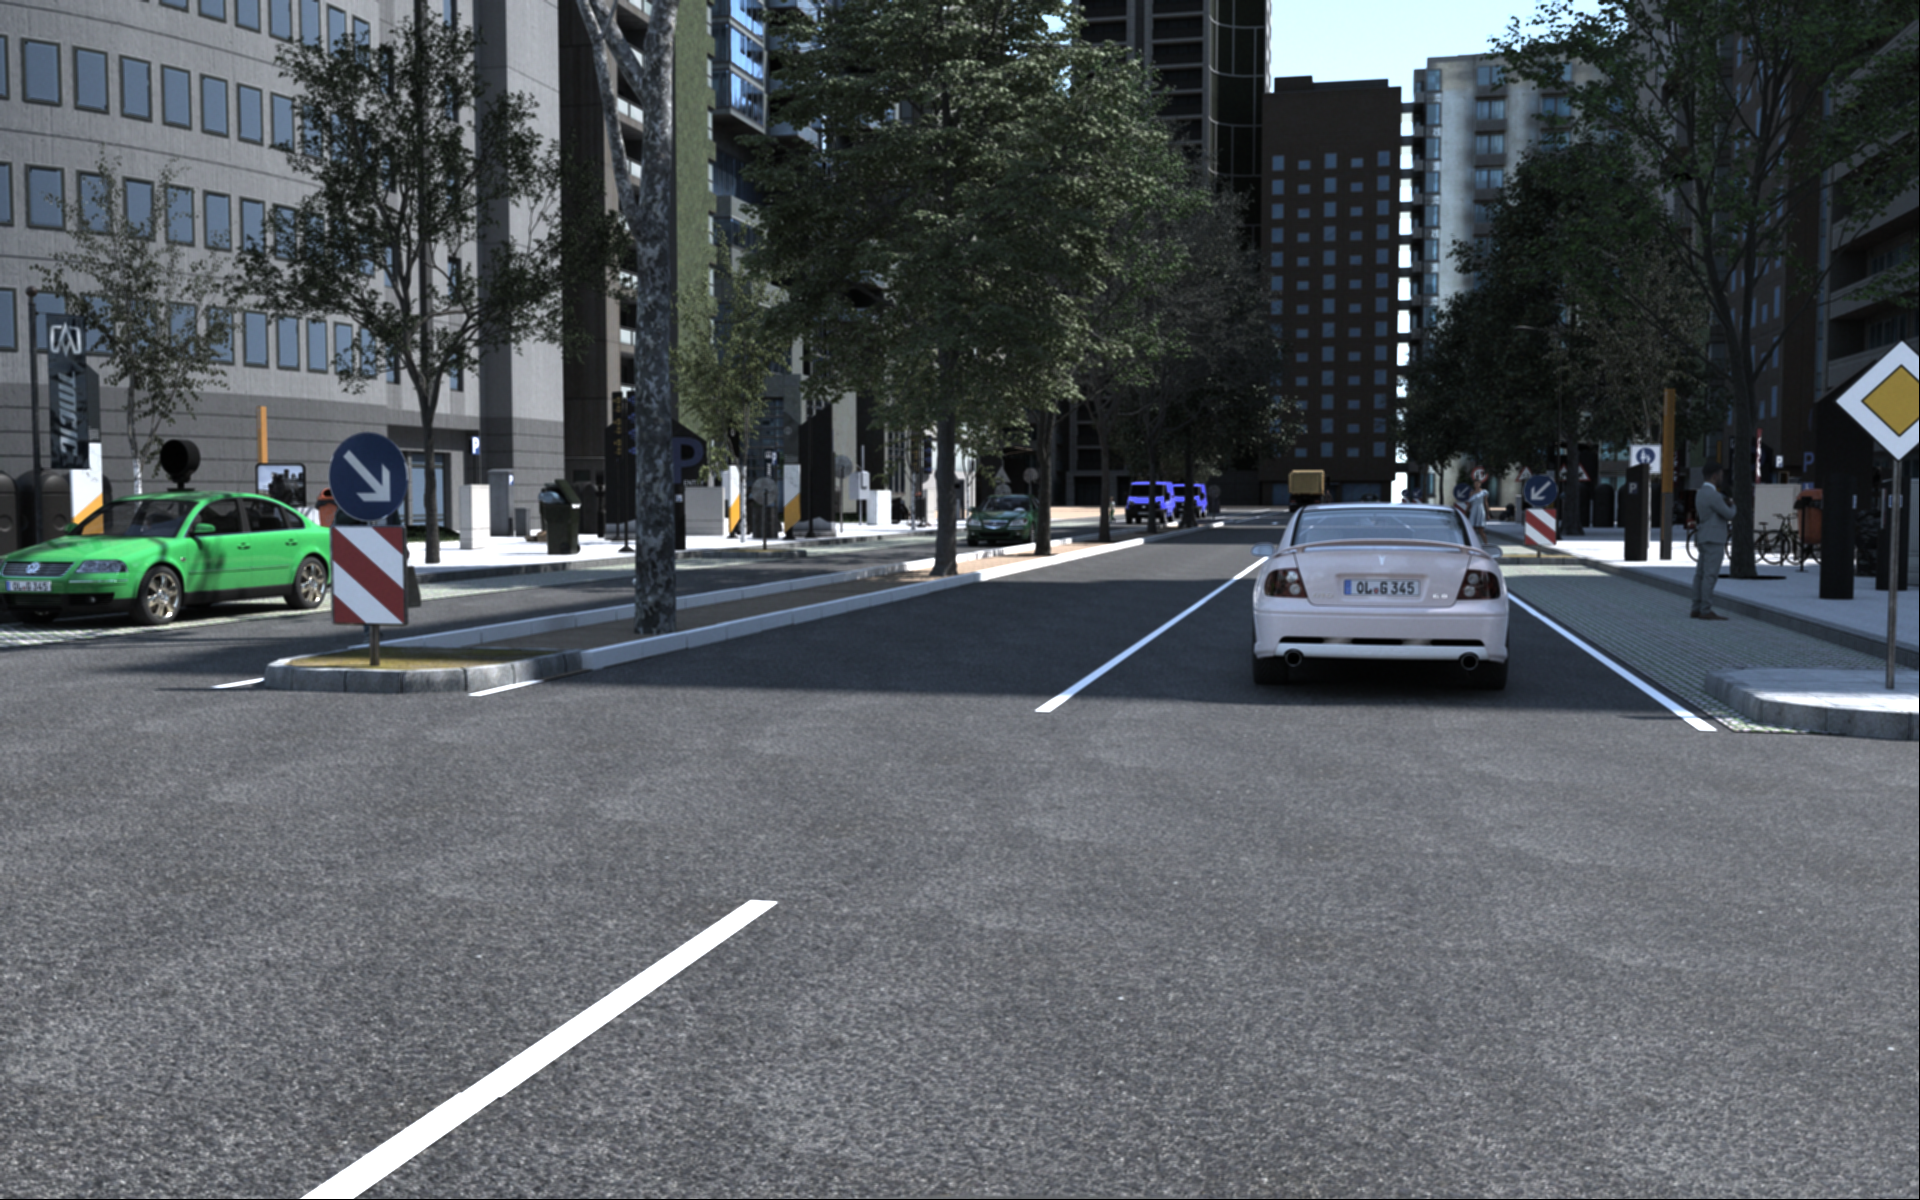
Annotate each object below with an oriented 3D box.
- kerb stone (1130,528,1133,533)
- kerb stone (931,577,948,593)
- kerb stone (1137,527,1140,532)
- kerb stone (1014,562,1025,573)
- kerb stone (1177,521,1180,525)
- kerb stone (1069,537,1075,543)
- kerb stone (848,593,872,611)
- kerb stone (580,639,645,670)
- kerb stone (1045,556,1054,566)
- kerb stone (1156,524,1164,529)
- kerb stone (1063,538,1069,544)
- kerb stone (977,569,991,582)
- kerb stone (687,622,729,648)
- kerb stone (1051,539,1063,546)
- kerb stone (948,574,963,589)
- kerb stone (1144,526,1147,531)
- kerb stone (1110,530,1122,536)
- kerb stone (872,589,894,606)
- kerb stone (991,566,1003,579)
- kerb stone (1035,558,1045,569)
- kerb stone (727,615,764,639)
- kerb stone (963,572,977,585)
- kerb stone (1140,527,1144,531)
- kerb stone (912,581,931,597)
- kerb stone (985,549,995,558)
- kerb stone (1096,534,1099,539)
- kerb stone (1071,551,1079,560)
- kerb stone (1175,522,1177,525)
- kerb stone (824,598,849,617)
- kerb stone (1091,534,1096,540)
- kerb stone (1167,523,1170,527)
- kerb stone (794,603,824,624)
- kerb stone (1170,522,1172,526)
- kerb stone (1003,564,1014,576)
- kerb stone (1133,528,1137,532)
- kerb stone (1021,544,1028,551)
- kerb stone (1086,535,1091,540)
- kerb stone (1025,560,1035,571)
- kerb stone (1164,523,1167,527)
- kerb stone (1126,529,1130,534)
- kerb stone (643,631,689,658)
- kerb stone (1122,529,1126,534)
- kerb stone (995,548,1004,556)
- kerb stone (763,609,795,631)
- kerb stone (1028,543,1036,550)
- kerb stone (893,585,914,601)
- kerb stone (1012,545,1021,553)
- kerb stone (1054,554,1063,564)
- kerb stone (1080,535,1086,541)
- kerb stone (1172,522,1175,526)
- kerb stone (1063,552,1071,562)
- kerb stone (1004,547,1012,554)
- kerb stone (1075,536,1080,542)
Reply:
[{"bbox_3d":[6.092,-2.497,63.015,0.120,0.150,1.000,1,4,13],"label":"kerb stone"},{"bbox_3d":[-0.395,-0.204,25.531,0.120,0.150,1.000,1,4,13],"label":"kerb stone"},{"bbox_3d":[6.554,-2.616,65.014,0.120,0.150,1.000,1,4,13],"label":"kerb stone"},{"bbox_3d":[0.984,-0.572,31.542,0.120,0.150,1.000,1,4,13],"label":"kerb stone"},{"bbox_3d":[9.789,-3.471,79.014,0.120,0.150,1.000,1,4,13],"label":"kerb stone"},{"bbox_3d":[3.103,-1.703,50.038,0.120,0.150,1.000,1,4,13],"label":"kerb stone"},{"bbox_3d":[-1.316,0.040,21.546,0.120,0.150,1.000,1,4,13],"label":"kerb stone"},{"bbox_3d":[-2.928,0.467,14.562,0.120,0.150,1.000,1,4,13],"label":"kerb stone"},{"bbox_3d":[1.680,-0.755,34.542,0.120,0.150,1.000,1,4,13],"label":"kerb stone"},{"bbox_3d":[8.397,-3.107,72.994,0.120,0.150,1.000,1,4,13],"label":"kerb stone"},{"bbox_3d":[2.873,-1.638,49.029,0.120,0.150,1.000,1,4,13],"label":"kerb stone"},{"bbox_3d":[0.301,-0.388,28.536,0.120,0.150,1.000,1,4,13],"label":"kerb stone"},{"bbox_3d":[-2.466,0.350,16.555,0.120,0.150,1.000,1,4,13],"label":"kerb stone"},{"bbox_3d":[2.639,-1.580,48.027,0.120,0.150,1.000,1,4,13],"label":"kerb stone"},{"bbox_3d":[-0.164,-0.265,26.536,0.120,0.150,1.000,1,4,13],"label":"kerb stone"},{"bbox_3d":[7.019,-2.741,67.012,0.120,0.150,1.000,1,4,13],"label":"kerb stone"},{"bbox_3d":[5.403,-2.313,60.017,0.120,0.150,1.000,1,4,13],"label":"kerb stone"},{"bbox_3d":[-1.084,-0.020,22.542,0.120,0.150,1.000,1,4,13],"label":"kerb stone"},{"bbox_3d":[0.528,-0.446,29.542,0.120,0.150,1.000,1,4,13],"label":"kerb stone"},{"bbox_3d":[1.449,-0.692,33.547,0.120,0.150,1.000,1,4,13],"label":"kerb stone"},{"bbox_3d":[-2.237,0.284,17.552,0.120,0.150,1.000,1,4,13],"label":"kerb stone"},{"bbox_3d":[0.064,-0.327,27.541,0.120,0.150,1.000,1,4,13],"label":"kerb stone"},{"bbox_3d":[6.787,-2.680,66.017,0.120,0.150,1.000,1,4,13],"label":"kerb stone"},{"bbox_3d":[-0.625,-0.143,24.534,0.120,0.150,1.000,1,4,13],"label":"kerb stone"},{"bbox_3d":[0.561,-1.030,39.045,0.120,0.150,1.000,1,4,13],"label":"kerb stone"},{"bbox_3d":[4.254,-2.008,55.018,0.120,0.150,1.000,1,4,13],"label":"kerb stone"},{"bbox_3d":[2.379,-0.939,37.552,0.120,0.150,1.000,1,4,13],"label":"kerb stone"},{"bbox_3d":[9.572,-3.414,78.014,0.120,0.150,1.000,1,4,13],"label":"kerb stone"},{"bbox_3d":[-1.543,0.102,20.550,0.120,0.150,1.000,1,4,13],"label":"kerb stone"},{"bbox_3d":[4.028,-1.947,54.021,0.120,0.150,1.000,1,4,13],"label":"kerb stone"},{"bbox_3d":[8.868,-3.229,74.997,0.120,0.150,1.000,1,4,13],"label":"kerb stone"},{"bbox_3d":[-1.773,0.162,19.546,0.120,0.150,1.000,1,4,13],"label":"kerb stone"},{"bbox_3d":[9.092,-3.291,76.007,0.120,0.150,1.000,1,4,13],"label":"kerb stone"},{"bbox_3d":[0.756,-0.510,30.538,0.120,0.150,1.000,1,4,13],"label":"kerb stone"},{"bbox_3d":[6.323,-2.558,64.011,0.120,0.150,1.000,1,4,13],"label":"kerb stone"},{"bbox_3d":[1.486,-1.274,43.040,0.120,0.150,1.000,1,4,13],"label":"kerb stone"},{"bbox_3d":[3.796,-1.885,53.026,0.120,0.150,1.000,1,4,13],"label":"kerb stone"},{"bbox_3d":[1.217,-0.633,32.538,0.120,0.150,1.000,1,4,13],"label":"kerb stone"},{"bbox_3d":[8.632,-3.168,73.990,0.120,0.150,1.000,1,4,13],"label":"kerb stone"},{"bbox_3d":[5.870,-2.436,62.017,0.120,0.150,1.000,1,4,13],"label":"kerb stone"},{"bbox_3d":[-2.705,0.408,15.560,0.120,0.150,1.000,1,4,13],"label":"kerb stone"},{"bbox_3d":[5.625,-2.372,61.023,0.120,0.150,1.000,1,4,13],"label":"kerb stone"},{"bbox_3d":[0.790,-1.091,40.041,0.120,0.150,1.000,1,4,13],"label":"kerb stone"},{"bbox_3d":[-2.013,0.223,18.549,0.120,0.150,1.000,1,4,13],"label":"kerb stone"},{"bbox_3d":[1.717,-1.335,44.035,0.120,0.150,1.000,1,4,13],"label":"kerb stone"},{"bbox_3d":[-0.850,-0.082,23.537,0.120,0.150,1.000,1,4,13],"label":"kerb stone"},{"bbox_3d":[1.255,-1.214,42.044,0.120,0.150,1.000,1,4,13],"label":"kerb stone"},{"bbox_3d":[1.918,-0.815,35.540,0.120,0.150,1.000,1,4,13],"label":"kerb stone"},{"bbox_3d":[3.563,-1.822,52.030,0.120,0.150,1.000,1,4,13],"label":"kerb stone"},{"bbox_3d":[9.328,-3.353,77.021,0.120,0.150,1.000,1,4,13],"label":"kerb stone"},{"bbox_3d":[2.143,-0.878,36.558,0.120,0.150,1.000,1,4,13],"label":"kerb stone"},{"bbox_3d":[1.021,-1.152,41.039,0.120,0.150,1.000,1,4,13],"label":"kerb stone"},{"bbox_3d":[3.335,-1.764,51.034,0.120,0.150,1.000,1,4,13],"label":"kerb stone"}]
